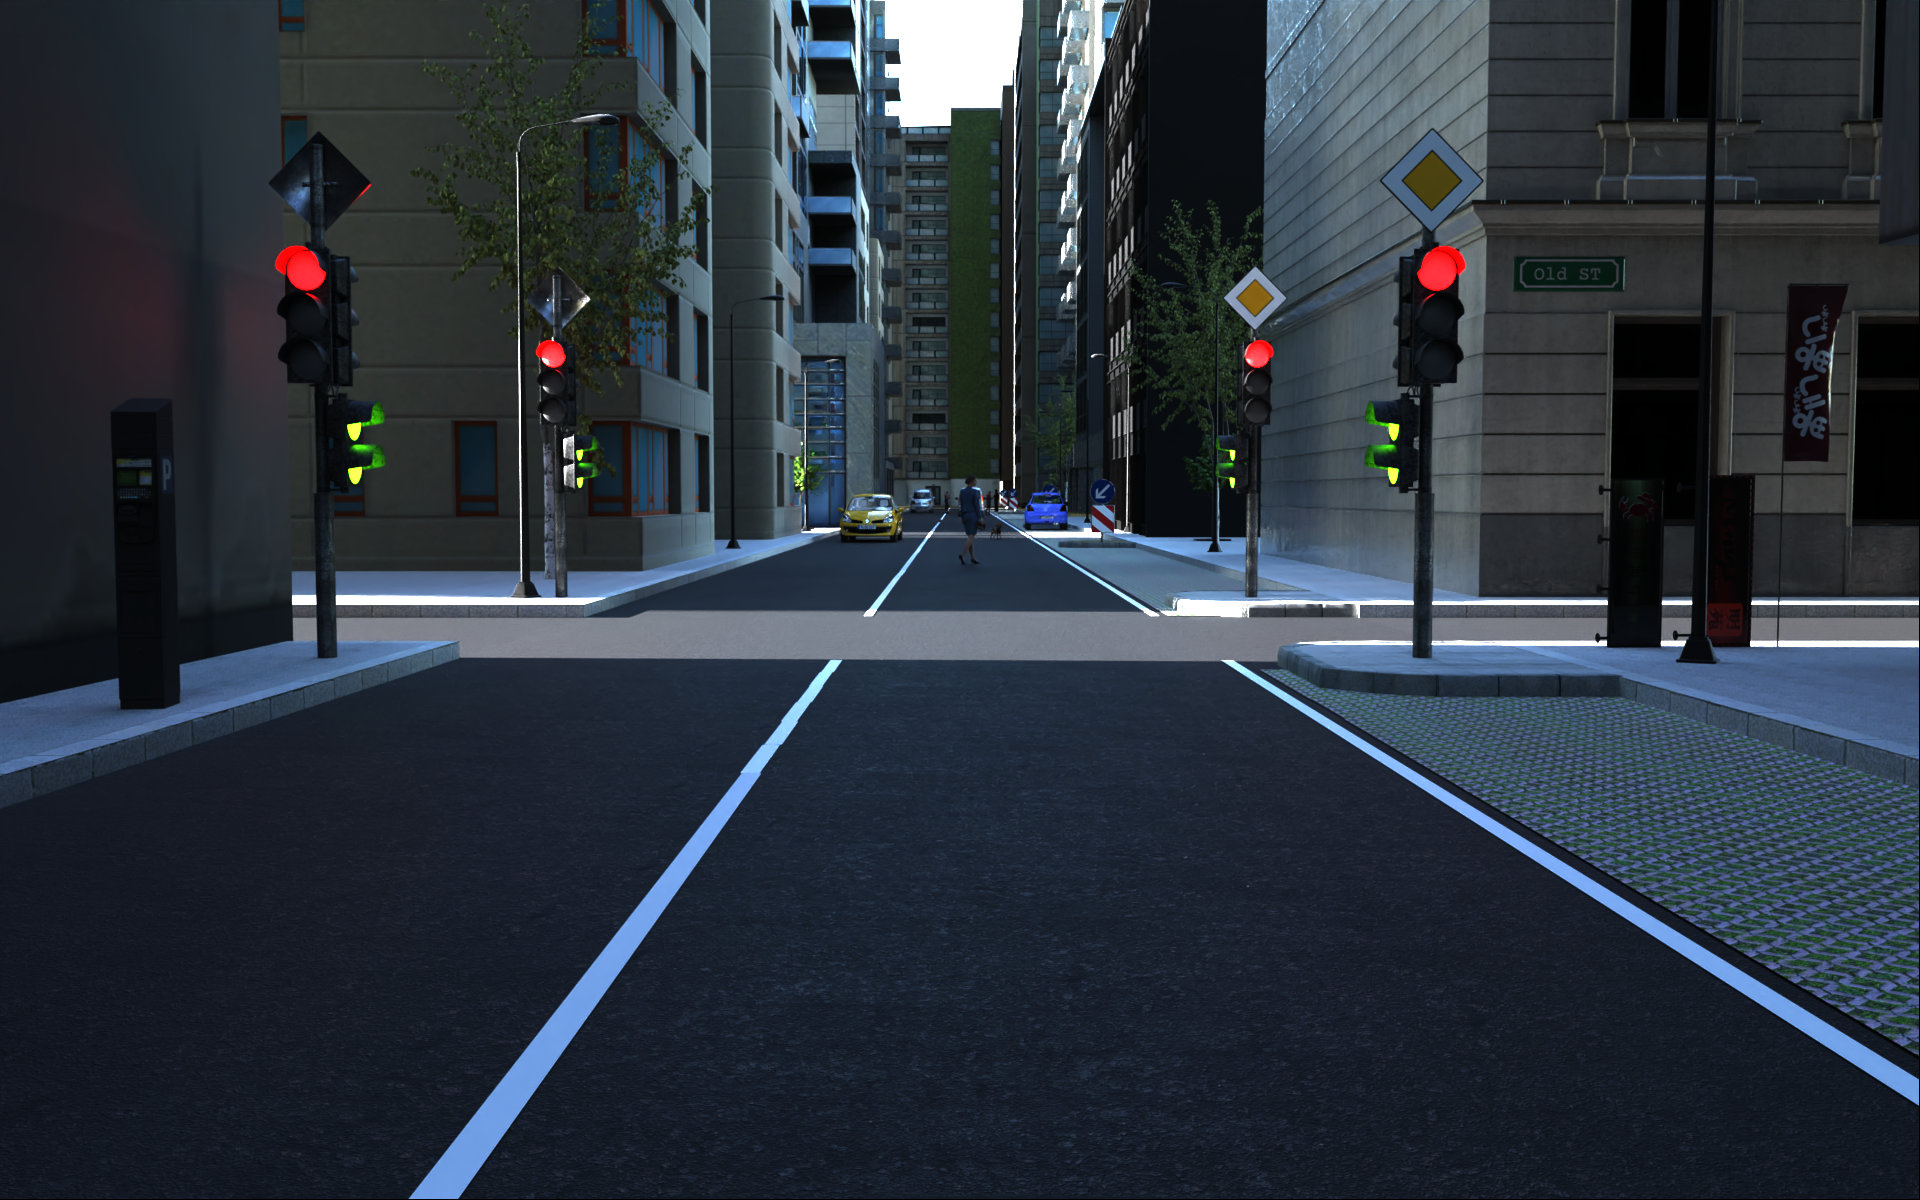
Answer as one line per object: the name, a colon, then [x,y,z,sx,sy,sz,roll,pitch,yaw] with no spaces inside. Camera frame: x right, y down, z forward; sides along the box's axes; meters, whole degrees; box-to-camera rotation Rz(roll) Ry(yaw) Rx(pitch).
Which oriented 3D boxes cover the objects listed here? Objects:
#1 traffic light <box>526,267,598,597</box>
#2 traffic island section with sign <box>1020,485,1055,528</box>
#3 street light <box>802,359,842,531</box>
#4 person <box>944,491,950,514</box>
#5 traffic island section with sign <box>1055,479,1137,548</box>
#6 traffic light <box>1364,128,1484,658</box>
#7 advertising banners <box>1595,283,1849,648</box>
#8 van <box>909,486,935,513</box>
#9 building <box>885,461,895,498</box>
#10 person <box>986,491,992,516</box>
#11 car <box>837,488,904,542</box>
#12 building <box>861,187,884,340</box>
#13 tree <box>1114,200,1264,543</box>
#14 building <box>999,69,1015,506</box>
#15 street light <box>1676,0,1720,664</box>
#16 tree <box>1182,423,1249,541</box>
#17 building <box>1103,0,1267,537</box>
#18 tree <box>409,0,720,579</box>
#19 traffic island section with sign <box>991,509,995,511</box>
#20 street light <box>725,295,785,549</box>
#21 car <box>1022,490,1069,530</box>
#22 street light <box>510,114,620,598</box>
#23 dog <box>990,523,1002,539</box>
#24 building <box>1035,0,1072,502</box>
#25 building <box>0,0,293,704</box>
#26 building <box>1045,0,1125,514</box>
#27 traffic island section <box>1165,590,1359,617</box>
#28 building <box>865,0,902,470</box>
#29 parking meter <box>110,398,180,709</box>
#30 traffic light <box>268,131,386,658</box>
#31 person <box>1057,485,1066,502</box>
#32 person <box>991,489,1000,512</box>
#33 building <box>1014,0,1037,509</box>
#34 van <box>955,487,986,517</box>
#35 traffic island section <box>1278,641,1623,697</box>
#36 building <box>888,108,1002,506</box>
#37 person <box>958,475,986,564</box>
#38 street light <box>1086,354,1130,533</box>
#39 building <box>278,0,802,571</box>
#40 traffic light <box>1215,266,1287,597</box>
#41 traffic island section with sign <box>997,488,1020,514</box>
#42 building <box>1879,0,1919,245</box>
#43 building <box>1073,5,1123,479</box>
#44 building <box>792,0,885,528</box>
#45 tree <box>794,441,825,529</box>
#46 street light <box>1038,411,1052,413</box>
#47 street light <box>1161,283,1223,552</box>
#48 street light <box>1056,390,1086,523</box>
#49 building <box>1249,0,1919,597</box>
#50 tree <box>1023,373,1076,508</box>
traffic light: [-4.948,-1.990,21.462,0.839,4.253,0.868,0,3,0]
traffic island section with sign: [3.677,-3.979,73.682,1.989,1.847,2.006,0,3,0]
street light: [-4.778,-5.341,59.859,1.470,5.913,1.316,0,3,0]
person: [-0.893,-7.095,125.970,0.593,1.643,0.415,3,5,43]
traffic island section with sign: [3.670,-2.326,46.652,1.989,1.847,2.006,0,3,0]
traffic light: [3.612,-1.503,13.491,0.839,4.253,0.868,0,3,0]
advertising banners: [6.362,-1.117,14.443,2.074,3.025,0.090,0,4,-3]
van: [-2.862,-7.641,131.949,2.013,2.044,4.112,0,4,2]
building: [-15.594,-42.613,134.973,20.563,71.187,20.611,0,3,0]
person: [1.918,-6.414,114.839,0.415,1.643,0.593,1,4,11]
car: [-2.681,-2.607,52.845,2.015,1.641,3.980,0,4,2]
building: [-19.361,-16.310,111.703,27.650,21.520,28.899,0,3,0]
tree: [6.148,-5.640,42.577,4.737,8.622,4.395,0,3,0]
building: [11.479,-32.795,186.315,14.200,45.320,14.600,0,3,0]
street light: [5.103,-2.479,13.075,1.470,5.913,1.316,0,3,0]
tree: [6.829,-3.239,47.559,1.663,3.219,1.824,0,3,0]
building: [11.672,-13.993,58.467,12.332,23.373,15.834,0,3,0]
tree: [-5.939,-4.617,25.849,4.737,8.622,4.395,0,3,0]
traffic island section with sign: [3.684,-8.679,150.530,1.989,1.847,2.006,0,3,0]
street light: [-4.796,-4.163,40.606,1.470,5.913,1.316,0,3,0]
car: [3.449,-3.679,69.737,1.945,1.707,3.694,0,4,1]
street light: [-4.861,-2.985,21.353,1.470,5.913,1.316,0,3,0]
dog: [1.138,-2.175,54.842,0.406,0.507,0.540,0,4,-7]
building: [13.229,-28.112,143.220,14.154,41.232,14.086,0,3,0]
building: [-16.371,-23.207,3.135,21.600,48.544,21.300,0,3,0]
building: [18.286,-30.641,120.586,23.786,49.044,30.456,0,3,0]
traffic island section: [3.654,0.042,21.590,2.009,0.180,2.903,0,3,0]
building: [-20.766,-33.056,160.072,30.456,49.044,23.786,0,3,0]
parking meter: [-4.893,-0.287,10.411,0.255,1.863,0.399,0,4,-8]
traffic light: [-4.949,-1.502,13.477,0.839,4.253,0.868,0,3,0]
person: [5.423,-5.408,94.807,0.623,1.781,0.721,-1,4,-21]
person: [2.889,-8.015,139.508,0.705,1.831,1.348,2,4,34]
building: [16.030,-32.850,160.806,21.300,48.544,21.600,0,3,0]
van: [0.692,-6.330,110.504,2.013,2.044,4.112,0,4,0]
traffic island section: [3.652,0.531,13.605,2.009,0.180,2.903,0,3,0]
building: [-2.663,-30.772,186.716,14.086,41.232,14.154,0,3,0]
person: [0.177,-1.640,35.340,0.654,1.822,0.581,-2,4,-34]
street light: [5.065,-5.203,57.616,1.470,5.913,1.316,0,3,0]
building: [-19.091,-12.079,42.533,27.650,21.520,28.899,0,3,0]
traffic light: [3.613,-1.991,21.476,0.839,4.253,0.868,0,3,0]
traffic island section with sign: [3.680,-7.030,123.575,1.989,1.847,2.006,0,3,0]
building: [12.123,-19.695,5.613,14.154,41.232,14.086,0,3,0]
building: [13.404,-16.060,81.647,14.314,24.678,30.058,0,3,0]
building: [-14.461,-46.835,78.427,22.319,86.520,31.000,0,3,0]
tree: [-5.815,-4.205,63.361,1.663,3.219,1.824,0,3,0]
street light: [5.067,-7.589,96.622,1.470,5.913,1.316,0,3,0]
street light: [5.107,-4.015,38.194,1.470,5.913,1.316,0,3,0]
street light: [5.148,-6.403,77.227,1.470,5.913,1.316,0,3,0]
building: [27.900,-15.420,28.539,44.131,29.872,17.030,0,3,0]
tree: [6.155,-9.354,103.308,4.737,8.622,4.395,0,3,0]
